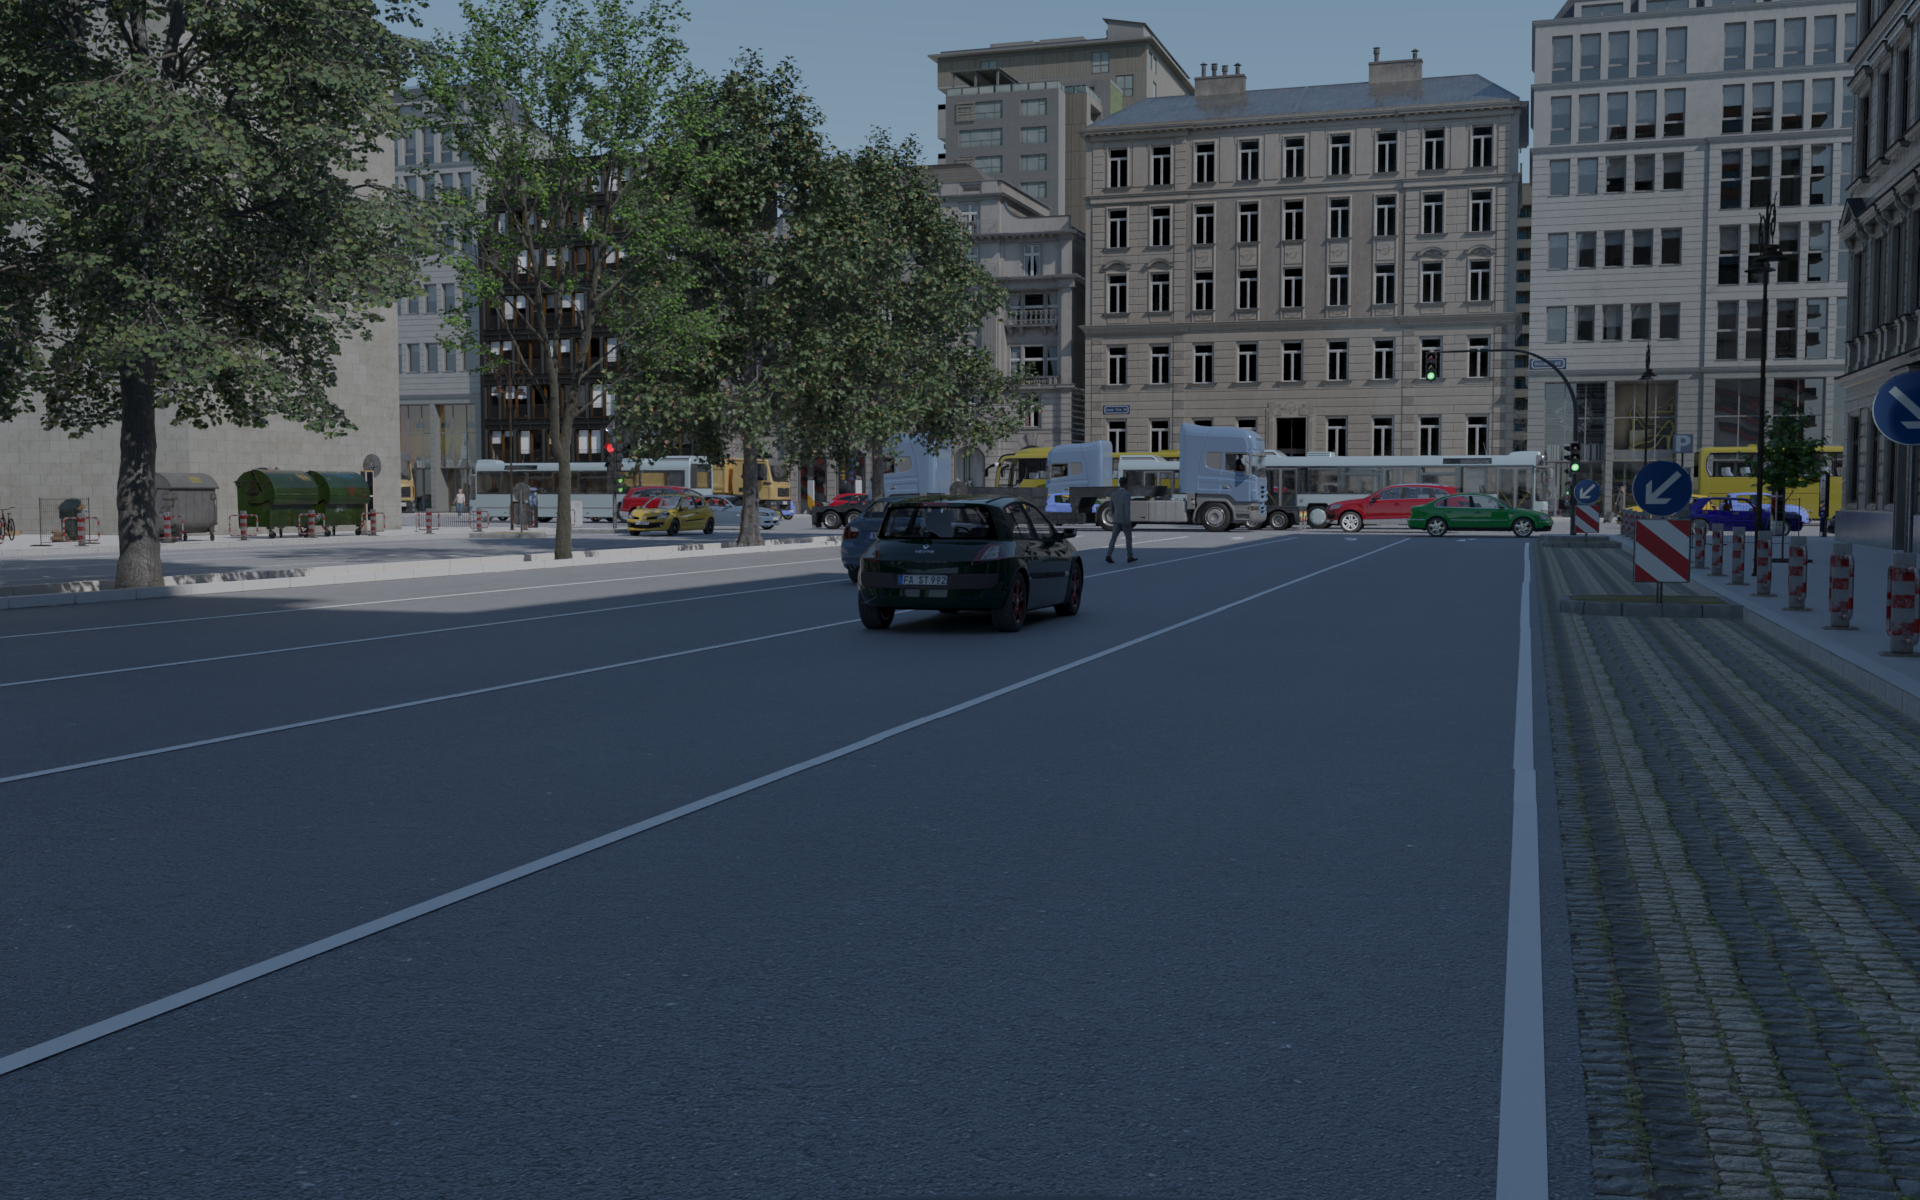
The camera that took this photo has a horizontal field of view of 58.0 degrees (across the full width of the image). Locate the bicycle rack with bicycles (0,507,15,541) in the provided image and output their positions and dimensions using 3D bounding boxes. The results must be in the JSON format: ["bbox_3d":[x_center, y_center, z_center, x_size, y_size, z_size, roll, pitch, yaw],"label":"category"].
[{"bbox_3d":[-27.589,-2.109,47.863,2.852,0.926,2.925,-3,4,-36],"label":"bicycle rack with bicycles"}]

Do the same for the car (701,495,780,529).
[{"bbox_3d":[-9.477,-3.550,70.052,4.499,1.417,2.014,1,4,19],"label":"car"}]

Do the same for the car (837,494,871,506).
[{"bbox_3d":[-4.307,-4.288,79.889,4.222,1.686,2.009,1,4,20],"label":"car"}]

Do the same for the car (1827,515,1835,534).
[{"bbox_3d":[29.842,-2.761,54.926,4.222,1.686,2.009,1,4,18],"label":"car"}]

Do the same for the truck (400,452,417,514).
[{"bbox_3d":[-28.803,-5.058,78.615,9.791,3.379,3.469,1,4,18],"label":"truck"}]

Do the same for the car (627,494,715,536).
[{"bbox_3d":[-10.099,-3.071,60.441,2.015,1.641,3.980,1,4,19],"label":"car"}]

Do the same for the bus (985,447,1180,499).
[{"bbox_3d":[7.556,-6.062,90.661,12.252,3.916,2.896,1,4,19],"label":"bus"}]

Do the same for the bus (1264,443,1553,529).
[{"bbox_3d":[18.039,-4.655,70.973,13.247,3.499,2.948,1,4,19],"label":"bus"}]

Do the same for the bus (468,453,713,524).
[{"bbox_3d":[-18.852,-5.590,86.264,13.247,3.499,2.948,1,4,18],"label":"bus"}]

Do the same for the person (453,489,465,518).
[{"bbox_3d":[-29.890,-5.757,103.303,0.731,1.740,0.598,-1,4,-12],"label":"person"}]

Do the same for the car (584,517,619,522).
[{"bbox_3d":[-17.408,-4.885,89.653,4.222,1.686,2.009,1,4,20],"label":"car"}]

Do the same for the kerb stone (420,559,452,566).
[{"bbox_3d":[-10.212,-0.688,33.462,0.120,0.150,1.000,1,4,18],"label":"kerb stone"}]

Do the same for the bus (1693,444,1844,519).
[{"bbox_3d":[39.774,-5.291,78.058,12.252,3.916,2.896,1,4,18],"label":"bus"}]

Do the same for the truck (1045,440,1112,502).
[{"bbox_3d":[12.821,-5.846,85.341,18.799,4.110,2.967,1,4,18],"label":"truck"}]

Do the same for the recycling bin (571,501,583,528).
[{"bbox_3d":[-14.644,-3.233,65.408,0.722,1.027,0.722,-1,4,-15],"label":"recycling bin"}]

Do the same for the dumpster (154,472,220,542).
[{"bbox_3d":[-21.057,-2.498,46.602,1.264,1.857,1.865,1,4,18],"label":"dumpster"}]

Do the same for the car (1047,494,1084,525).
[{"bbox_3d":[4.204,-4.425,82.575,3.980,1.641,2.015,1,4,20],"label":"car"}]

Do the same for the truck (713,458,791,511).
[{"bbox_3d":[-13.180,-5.956,93.311,9.791,3.379,3.469,1,4,18],"label":"truck"}]

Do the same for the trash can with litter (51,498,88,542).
[{"bbox_3d":[-23.898,-2.142,46.406,0.624,1.170,1.055,0,4,-1],"label":"trash can with litter"}]

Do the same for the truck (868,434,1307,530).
[{"bbox_3d":[4.698,-4.996,71.449,18.799,4.110,2.967,1,4,18],"label":"truck"}]

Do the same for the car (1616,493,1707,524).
[{"bbox_3d":[29.399,-3.774,71.932,3.980,1.641,2.015,1,4,17],"label":"car"}]

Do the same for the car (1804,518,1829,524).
[{"bbox_3d":[41.932,-4.499,83.351,4.222,1.686,2.009,1,4,18],"label":"car"}]

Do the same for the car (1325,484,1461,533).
[{"bbox_3d":[16.321,-3.416,64.532,5.304,1.827,2.281,1,4,18],"label":"car"}]

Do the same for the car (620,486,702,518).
[{"bbox_3d":[-12.924,-4.304,79.043,5.304,1.827,2.281,1,4,20],"label":"car"}]

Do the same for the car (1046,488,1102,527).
[{"bbox_3d":[5.465,-4.155,77.517,3.694,1.707,1.945,1,4,19],"label":"car"}]

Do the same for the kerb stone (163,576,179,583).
[{"bbox_3d":[-12.457,-0.265,26.610,0.120,0.150,1.000,1,4,18],"label":"kerb stone"}]

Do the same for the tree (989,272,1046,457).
[{"bbox_3d":[-2.526,-8.203,53.585,9.611,12.733,9.660,0,3,0],"label":"tree"}]

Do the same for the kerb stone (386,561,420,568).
[{"bbox_3d":[-10.521,-0.629,32.475,0.120,0.150,1.000,1,4,18],"label":"kerb stone"}]

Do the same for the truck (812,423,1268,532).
[{"bbox_3d":[3.236,-4.788,68.048,18.799,4.110,2.967,1,4,19],"label":"truck"}]

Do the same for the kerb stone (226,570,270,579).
[{"bbox_3d":[-11.809,-0.389,28.561,0.120,0.150,1.000,1,4,18],"label":"kerb stone"}]

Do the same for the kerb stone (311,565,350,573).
[{"bbox_3d":[-11.172,-0.509,30.519,0.120,0.150,1.000,1,4,18],"label":"kerb stone"}]

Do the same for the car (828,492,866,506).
[{"bbox_3d":[-5.296,-5.456,98.240,4.494,1.783,2.155,1,4,17],"label":"car"}]

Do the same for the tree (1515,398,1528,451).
[{"bbox_3d":[52.049,-14.540,148.090,12.009,13.543,11.850,0,3,0],"label":"tree"}]

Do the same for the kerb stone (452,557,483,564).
[{"bbox_3d":[-9.882,-0.749,34.436,0.120,0.150,1.000,1,4,18],"label":"kerb stone"}]

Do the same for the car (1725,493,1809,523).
[{"bbox_3d":[35.346,-4.079,76.277,3.694,1.707,1.945,1,4,18],"label":"car"}]

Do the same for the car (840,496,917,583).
[{"bbox_3d":[-0.503,-1.041,29.020,2.014,1.417,4.499,1,4,19],"label":"car"}]

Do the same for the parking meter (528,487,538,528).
[{"bbox_3d":[-16.198,-3.502,65.673,0.372,1.533,0.369,0,3,0],"label":"parking meter"}]

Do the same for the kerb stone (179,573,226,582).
[{"bbox_3d":[-12.137,-0.330,27.587,0.120,0.150,1.000,1,4,18],"label":"kerb stone"}]

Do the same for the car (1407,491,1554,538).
[{"bbox_3d":[17.390,-3.007,57.963,4.718,1.807,1.959,1,4,17],"label":"car"}]

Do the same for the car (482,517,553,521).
[{"bbox_3d":[-23.596,-5.107,92.296,4.718,1.807,1.959,1,4,17],"label":"car"}]

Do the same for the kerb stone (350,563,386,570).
[{"bbox_3d":[-10.852,-0.569,31.496,0.120,0.150,1.000,1,4,18],"label":"kerb stone"}]

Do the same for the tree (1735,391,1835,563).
[{"bbox_3d":[15.420,-2.327,32.645,1.663,3.219,1.824,0,3,0],"label":"tree"}]

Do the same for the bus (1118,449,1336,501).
[{"bbox_3d":[14.156,-5.268,80.995,13.247,3.499,2.948,1,4,18],"label":"bus"}]

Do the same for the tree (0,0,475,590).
[{"bbox_3d":[-11.782,-7.061,24.559,9.857,13.997,8.962,0,3,0],"label":"tree"}]

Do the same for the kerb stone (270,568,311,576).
[{"bbox_3d":[-11.492,-0.443,29.541,0.120,0.150,1.000,1,4,18],"label":"kerb stone"}]

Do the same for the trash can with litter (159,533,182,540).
[{"bbox_3d":[-22.239,-2.264,48.400,0.624,1.170,1.055,1,4,13],"label":"trash can with litter"}]

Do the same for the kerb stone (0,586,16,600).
[{"bbox_3d":[-13.407,-0.091,23.675,0.120,0.150,1.000,1,4,18],"label":"kerb stone"}]

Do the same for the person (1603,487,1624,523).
[{"bbox_3d":[32.364,-4.700,85.561,1.509,1.804,0.699,-2,4,-26],"label":"person"}]

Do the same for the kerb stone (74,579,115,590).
[{"bbox_3d":[-12.777,-0.210,25.633,0.120,0.150,1.000,1,4,18],"label":"kerb stone"}]

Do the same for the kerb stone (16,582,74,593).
[{"bbox_3d":[-13.096,-0.149,24.655,0.120,0.150,1.000,1,4,18],"label":"kerb stone"}]

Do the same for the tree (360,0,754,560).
[{"bbox_3d":[-8.006,-6.514,34.714,9.928,11.665,9.643,0,3,0],"label":"tree"}]

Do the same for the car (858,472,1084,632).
[{"bbox_3d":[0.214,-0.595,19.523,2.009,1.686,4.222,1,4,17],"label":"car"}]

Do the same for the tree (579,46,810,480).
[{"bbox_3d":[-5.361,-7.636,44.313,9.611,12.733,9.660,0,3,0],"label":"tree"}]

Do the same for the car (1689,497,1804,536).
[{"bbox_3d":[26.187,-2.792,58.228,3.894,1.354,1.945,1,4,18],"label":"car"}]

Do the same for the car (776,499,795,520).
[{"bbox_3d":[-11.043,-5.305,96.331,3.694,1.707,1.945,1,4,18],"label":"car"}]
